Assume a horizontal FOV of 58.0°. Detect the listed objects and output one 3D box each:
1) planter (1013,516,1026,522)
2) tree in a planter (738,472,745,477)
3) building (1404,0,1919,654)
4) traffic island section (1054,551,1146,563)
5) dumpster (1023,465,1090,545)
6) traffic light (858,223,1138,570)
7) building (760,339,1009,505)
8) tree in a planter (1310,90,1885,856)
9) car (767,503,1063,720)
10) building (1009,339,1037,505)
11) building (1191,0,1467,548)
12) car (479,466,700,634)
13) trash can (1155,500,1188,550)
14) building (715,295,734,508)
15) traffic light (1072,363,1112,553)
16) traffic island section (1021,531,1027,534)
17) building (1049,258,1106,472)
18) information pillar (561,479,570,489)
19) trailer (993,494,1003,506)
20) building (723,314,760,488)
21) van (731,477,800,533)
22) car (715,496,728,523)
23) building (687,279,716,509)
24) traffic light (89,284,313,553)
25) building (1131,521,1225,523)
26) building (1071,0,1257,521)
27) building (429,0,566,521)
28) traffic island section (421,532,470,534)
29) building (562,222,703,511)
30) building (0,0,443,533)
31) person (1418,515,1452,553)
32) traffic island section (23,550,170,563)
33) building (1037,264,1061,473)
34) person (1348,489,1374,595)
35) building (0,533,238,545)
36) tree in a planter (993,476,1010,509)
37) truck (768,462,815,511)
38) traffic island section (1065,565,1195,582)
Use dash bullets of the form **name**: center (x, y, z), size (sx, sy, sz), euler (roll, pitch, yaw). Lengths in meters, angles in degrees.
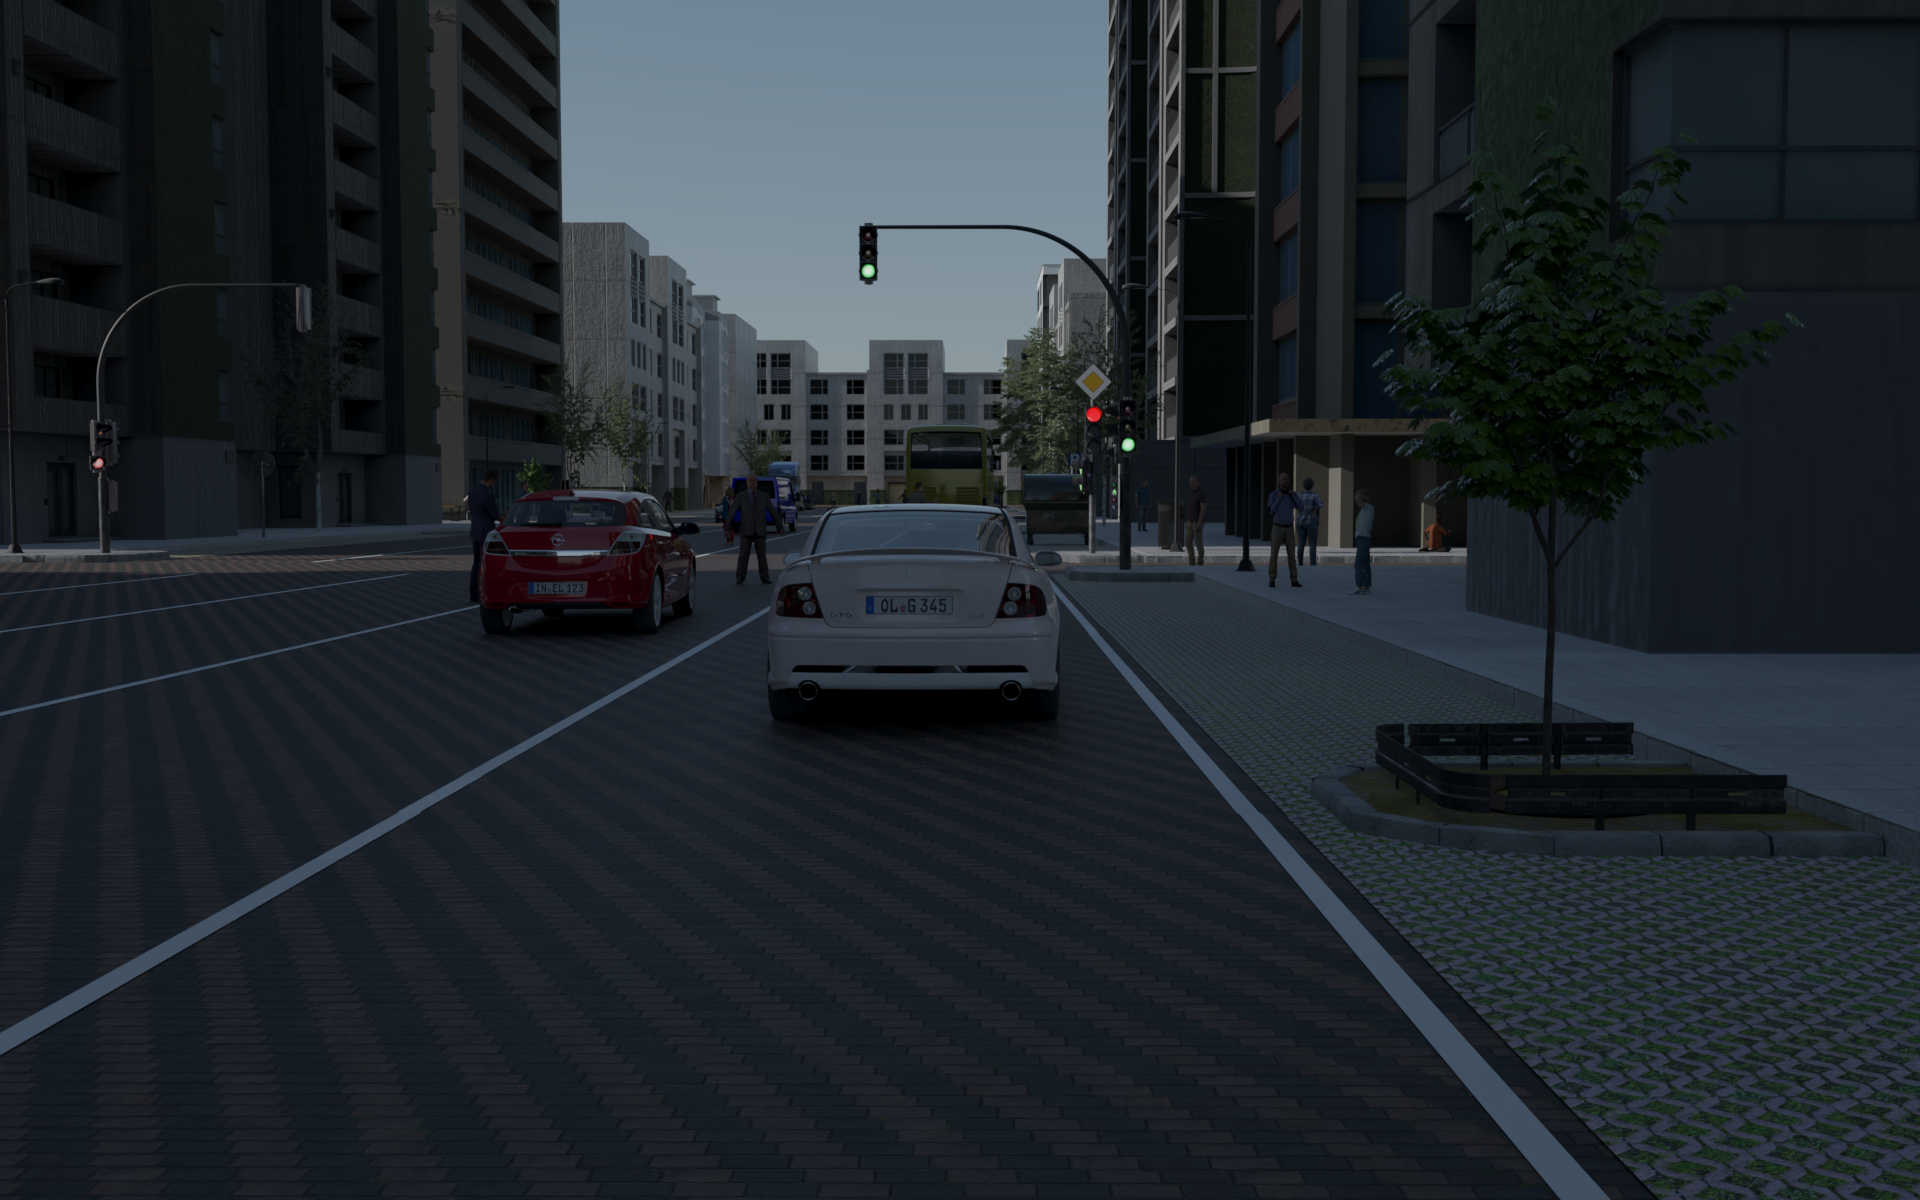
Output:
- **planter**: center (3.266, -4.174, 89.385), size (1.991, 0.319, 1.994), euler (0, 4, 0)
- **tree in a planter**: center (-17.510, -8.727, 139.908), size (1.991, 3.239, 1.994), euler (0, 4, 0)
- **building**: center (12.593, -20.541, 19.439), size (14.154, 41.232, 14.086), euler (0, 4, 0)
- **traffic island section**: center (2.885, -0.930, 37.483), size (2.009, 0.180, 2.903), euler (0, 4, 0)
- **dumpster**: center (2.754, -2.657, 48.397), size (1.985, 2.255, 1.502), euler (0, 4, 1)
- **traffic light**: center (0.693, -3.339, 29.258), size (4.771, 5.953, 1.251), euler (0, 4, 0)
- **building**: center (-10.344, -20.838, 207.165), size (31.486, 18.905, 16.747), euler (0, 4, 0)
- **tree in a planter**: center (2.646, -0.641, 7.703), size (1.991, 3.239, 1.994), euler (0, 4, 0)
- **car**: center (-0.281, -0.001, 12.376), size (2.083, 1.381, 4.827), euler (0, 4, 0)
- **building**: center (21.136, -20.790, 206.378), size (31.486, 18.905, 16.747), euler (0, 4, 0)
- **building**: center (21.595, -24.124, 49.049), size (28.867, 44.769, 22.147), euler (0, 4, 0)
- **car**: center (-4.028, -0.624, 19.239), size (2.155, 1.783, 4.494), euler (0, 4, -1)
- **trash can**: center (4.857, -1.723, 39.822), size (0.748, 1.137, 0.748), euler (0, 3, 0)
- **building**: center (-29.767, -18.714, 162.394), size (16.016, 20.091, 11.380), euler (0, 4, 0)
- **traffic light**: center (2.845, -2.963, 37.369), size (0.839, 4.253, 0.868), euler (0, 4, 0)
- **traffic island section**: center (3.063, -2.403, 62.154), size (1.991, 0.108, 1.994), euler (0, 4, 0)
- **building**: center (16.202, -16.640, 138.529), size (16.747, 18.905, 31.486), euler (0, 4, 0)
- **information pillar**: center (-19.807, -5.045, 86.981), size (0.304, 2.012, 0.304), euler (3, 4, 36)
- **trailer**: center (3.531, -10.028, 171.009), size (1.471, 1.999, 3.904), euler (0, 4, 2)
- **building**: center (-37.642, -19.078, 178.385), size (31.486, 18.905, 16.747), euler (0, 4, 0)
- **van**: center (-7.296, -3.694, 64.777), size (2.240, 2.365, 5.245), euler (0, 4, 2)
- **car**: center (-11.296, -4.557, 87.088), size (1.945, 1.354, 3.894), euler (0, 4, -1)
- **building**: center (-30.357, -17.980, 150.396), size (16.016, 20.091, 11.380), euler (0, 4, 0)
- **traffic light**: center (-16.463, -3.845, 37.531), size (4.771, 5.953, 1.251), euler (0, 4, 0)
- **building**: center (17.804, -39.263, 80.199), size (20.563, 71.187, 20.611), euler (0, 4, 0)
- **building**: center (17.409, -40.521, 100.775), size (20.563, 71.187, 20.611), euler (0, 4, 0)
- **building**: center (-34.529, -28.696, 92.888), size (21.300, 48.544, 21.600), euler (0, 4, 0)
- **traffic island section**: center (-18.088, -2.412, 62.294), size (1.991, 0.108, 1.994), euler (0, 4, 0)
- **building**: center (-29.996, -16.041, 128.722), size (16.747, 18.905, 31.486), euler (0, 4, 0)
- **building**: center (-29.574, -18.098, 67.596), size (14.160, 30.474, 14.107), euler (0, 4, 0)
- **person**: center (10.596, -1.465, 38.283), size (0.655, 0.850, 0.859), euler (-2, 4, -32)
- **traffic island section**: center (-18.596, -0.940, 37.647), size (2.009, 0.180, 2.903), euler (0, 4, 0)
- **building**: center (21.408, -19.966, 170.414), size (27.936, 21.610, 32.646), euler (0, 4, 0)
- **person**: center (5.137, -0.749, 22.204), size (0.340, 1.345, 0.435), euler (0, 4, 8)
- **building**: center (-29.276, -16.748, 45.527), size (14.160, 30.474, 14.107), euler (0, 4, 0)
- **tree in a planter**: center (3.843, -10.353, 166.493), size (1.991, 3.239, 1.994), euler (0, 4, 0)
- **truck**: center (-14.522, -9.790, 149.822), size (2.967, 4.110, 18.799), euler (0, 4, 0)
- **traffic island section**: center (2.826, -0.441, 29.498), size (2.009, 0.180, 2.903), euler (0, 4, 0)
